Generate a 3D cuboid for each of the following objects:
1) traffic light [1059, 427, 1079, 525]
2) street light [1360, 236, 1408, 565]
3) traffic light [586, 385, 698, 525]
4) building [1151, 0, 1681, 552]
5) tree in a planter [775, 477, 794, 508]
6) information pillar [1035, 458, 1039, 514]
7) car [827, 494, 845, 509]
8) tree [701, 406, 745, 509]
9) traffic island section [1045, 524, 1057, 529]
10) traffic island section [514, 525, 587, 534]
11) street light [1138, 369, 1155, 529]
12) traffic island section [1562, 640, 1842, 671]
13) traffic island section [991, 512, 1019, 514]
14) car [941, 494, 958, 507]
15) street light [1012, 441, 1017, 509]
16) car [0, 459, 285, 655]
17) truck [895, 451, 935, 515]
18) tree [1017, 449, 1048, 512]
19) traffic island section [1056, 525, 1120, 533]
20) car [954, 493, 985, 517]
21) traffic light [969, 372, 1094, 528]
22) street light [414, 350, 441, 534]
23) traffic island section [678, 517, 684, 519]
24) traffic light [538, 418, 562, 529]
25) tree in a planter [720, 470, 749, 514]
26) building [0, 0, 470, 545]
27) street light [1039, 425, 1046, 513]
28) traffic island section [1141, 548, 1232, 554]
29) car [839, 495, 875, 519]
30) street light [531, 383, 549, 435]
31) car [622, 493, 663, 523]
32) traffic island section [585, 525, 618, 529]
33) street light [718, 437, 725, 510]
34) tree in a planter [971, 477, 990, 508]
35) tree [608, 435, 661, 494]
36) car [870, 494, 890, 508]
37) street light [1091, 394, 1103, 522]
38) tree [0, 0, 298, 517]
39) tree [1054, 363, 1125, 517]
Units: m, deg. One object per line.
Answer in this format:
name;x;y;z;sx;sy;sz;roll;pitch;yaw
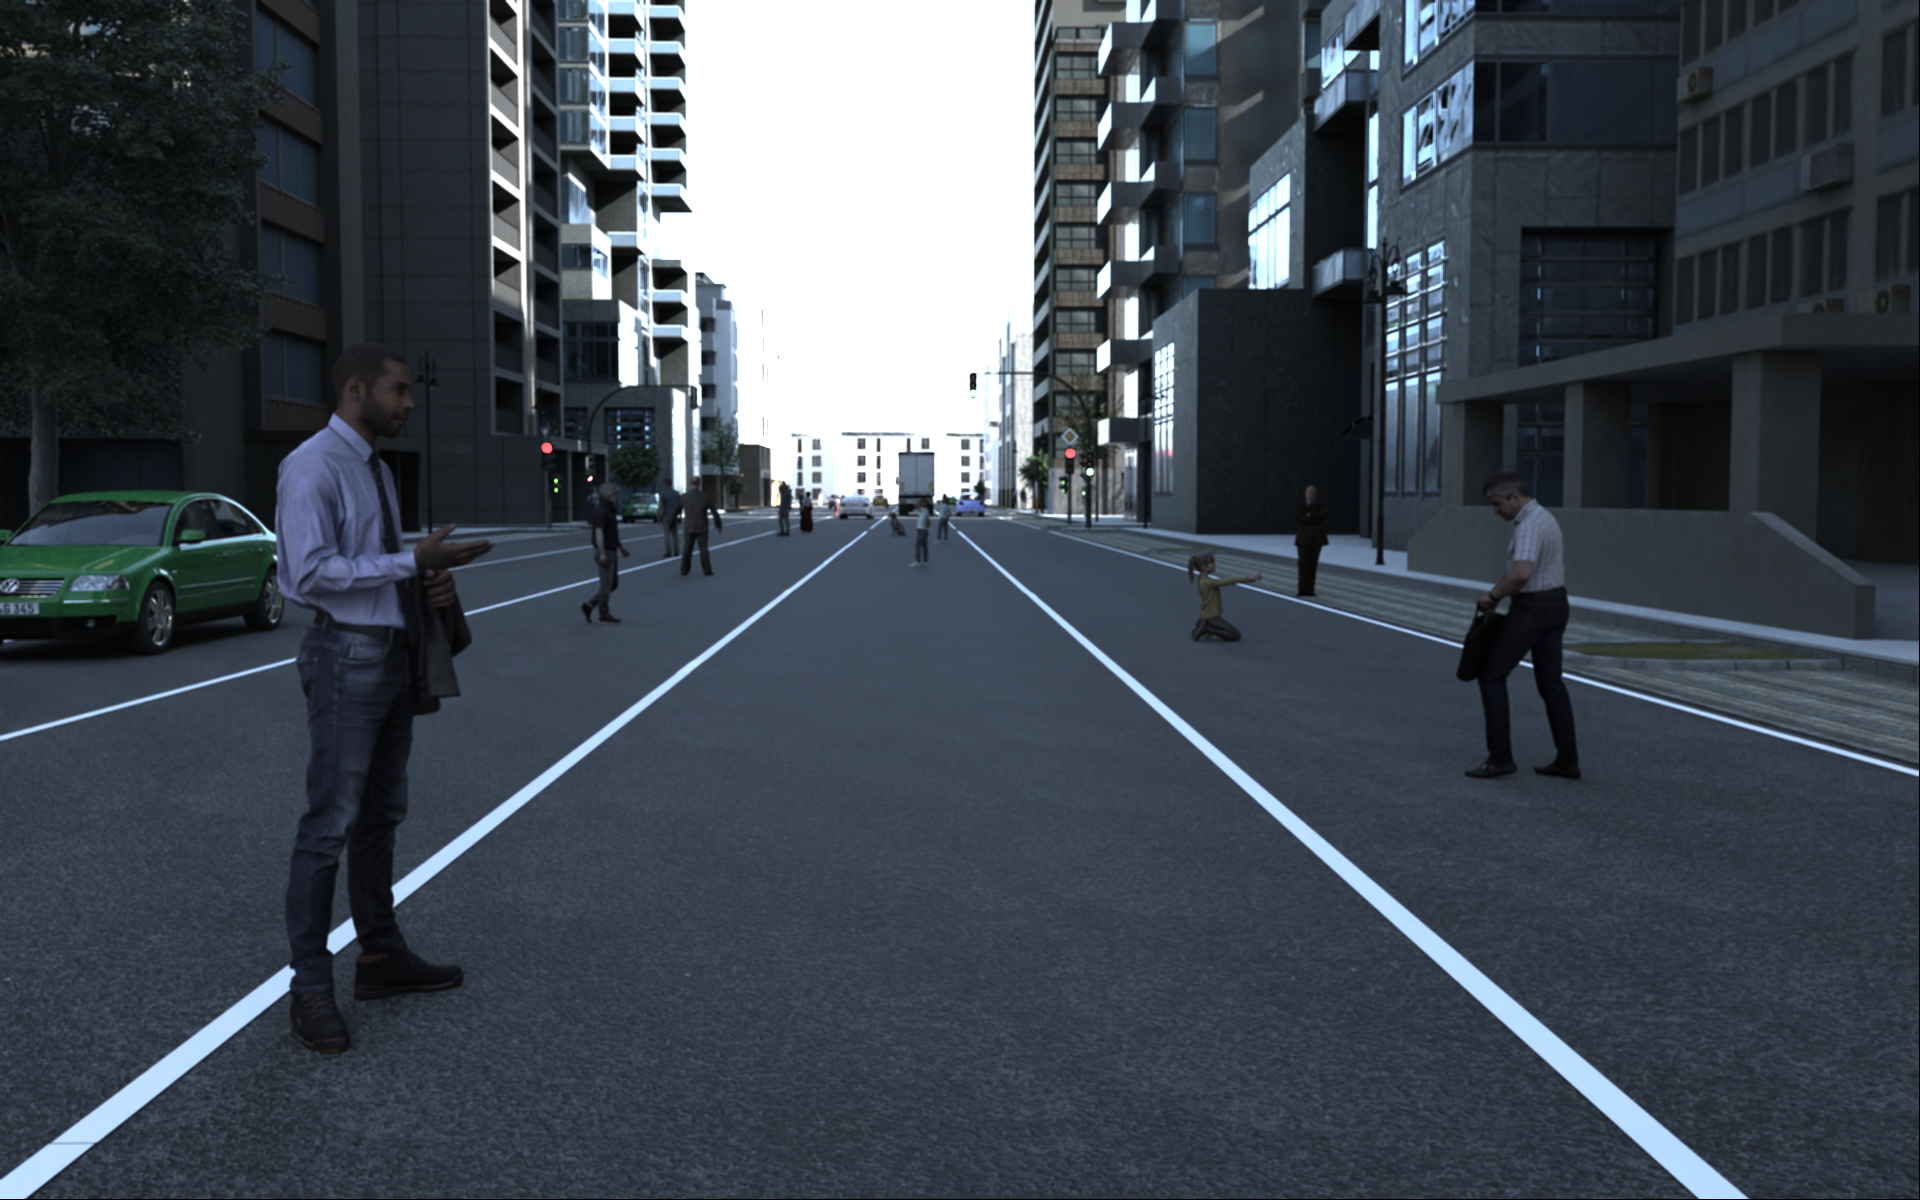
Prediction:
traffic light;4.581;-5.123;72.689;0.839;4.253;0.868;0;4;-1
street light;7.637;-3.580;31.318;0.468;5.910;1.993;0;4;-1
traffic light;-13.324;-5.968;72.250;4.771;5.953;1.251;0;4;-1
building;18.733;-44.929;47.268;22.319;86.520;31.000;0;4;-1
tree in a planter;-17.755;-10.833;174.346;1.991;3.239;1.994;0;4;-1
information pillar;5.014;-7.466;113.425;0.183;3.616;0.504;-1;4;-15
car;-12.061;-9.917;171.181;2.155;1.783;4.494;0;4;-3
tree;-19.590;-11.848;144.073;4.737;8.622;4.395;0;3;0
traffic island section;4.622;-3.090;72.804;2.009;0.180;2.903;0;4;-1
traffic island section;-15.248;-2.571;64.312;2.009;0.180;2.903;0;4;-1
street light;6.914;-5.603;64.397;0.468;5.910;1.993;0;4;-1
traffic island section;6.106;0.485;14.942;1.991;0.108;1.994;0;4;-1
traffic island section;3.252;-6.293;125.764;1.991;0.108;1.994;0;4;-1
car;-1.252;-11.552;197.675;1.959;1.807;4.718;0;3;0
street light;4.688;-10.687;147.512;0.468;5.910;1.993;0;4;-1
car;-8.048;-0.490;16.800;1.959;1.807;4.718;0;4;-2
truck;-3.057;-7.989;119.536;2.839;4.237;11.283;0;4;-2
tree;5.771;-8.576;123.927;4.285;4.588;4.351;0;3;0
traffic island section;4.827;-2.602;64.821;2.009;0.180;2.903;0;4;-1
car;0.632;-6.149;110.121;1.945;1.707;3.694;0;4;-3
traffic light;2.698;-5.495;64.511;4.771;5.953;1.251;0;4;-1
street light;-17.064;-5.066;55.618;0.468;5.910;1.993;0;4;-1
traffic island section;-15.808;-4.638;98.700;1.991;0.108;1.994;0;4;-1
traffic light;-15.208;-4.603;64.178;0.839;4.253;0.868;0;4;-1
tree in a planter;-16.555;-7.959;127.346;1.991;3.239;1.994;0;4;-1
building;-31.512;-24.130;49.147;28.867;44.769;22.147;0;4;-1
street light;5.464;-8.663;114.435;0.468;5.910;1.993;0;4;-1
traffic island section;5.409;-1.163;41.876;1.991;0.108;1.994;0;4;-1
car;-6.036;-5.445;101.391;2.083;1.381;4.827;0;4;0
street light;-17.492;-6.090;72.352;0.468;5.910;1.993;0;4;-1
car;-15.658;-4.713;85.848;1.959;1.807;4.718;0;4;-3
traffic island section;-15.453;-3.059;72.295;2.009;0.180;2.903;0;4;-1
street light;-19.223;-10.207;139.672;0.468;5.910;1.993;0;4;-1
tree in a planter;1.976;-10.893;175.322;1.991;3.239;1.994;0;4;-1
tree;-18.257;-6.951;97.365;4.285;4.588;4.351;0;3;0
car;-8.323;-10.416;180.521;2.015;1.641;3.980;0;4;-3
street light;6.360;-6.575;80.281;0.468;5.910;1.993;0;4;-1
tree;-17.562;-7.722;32.913;9.857;13.997;8.962;0;3;0
tree;7.376;-9.046;98.266;4.737;8.622;4.395;0;3;0
